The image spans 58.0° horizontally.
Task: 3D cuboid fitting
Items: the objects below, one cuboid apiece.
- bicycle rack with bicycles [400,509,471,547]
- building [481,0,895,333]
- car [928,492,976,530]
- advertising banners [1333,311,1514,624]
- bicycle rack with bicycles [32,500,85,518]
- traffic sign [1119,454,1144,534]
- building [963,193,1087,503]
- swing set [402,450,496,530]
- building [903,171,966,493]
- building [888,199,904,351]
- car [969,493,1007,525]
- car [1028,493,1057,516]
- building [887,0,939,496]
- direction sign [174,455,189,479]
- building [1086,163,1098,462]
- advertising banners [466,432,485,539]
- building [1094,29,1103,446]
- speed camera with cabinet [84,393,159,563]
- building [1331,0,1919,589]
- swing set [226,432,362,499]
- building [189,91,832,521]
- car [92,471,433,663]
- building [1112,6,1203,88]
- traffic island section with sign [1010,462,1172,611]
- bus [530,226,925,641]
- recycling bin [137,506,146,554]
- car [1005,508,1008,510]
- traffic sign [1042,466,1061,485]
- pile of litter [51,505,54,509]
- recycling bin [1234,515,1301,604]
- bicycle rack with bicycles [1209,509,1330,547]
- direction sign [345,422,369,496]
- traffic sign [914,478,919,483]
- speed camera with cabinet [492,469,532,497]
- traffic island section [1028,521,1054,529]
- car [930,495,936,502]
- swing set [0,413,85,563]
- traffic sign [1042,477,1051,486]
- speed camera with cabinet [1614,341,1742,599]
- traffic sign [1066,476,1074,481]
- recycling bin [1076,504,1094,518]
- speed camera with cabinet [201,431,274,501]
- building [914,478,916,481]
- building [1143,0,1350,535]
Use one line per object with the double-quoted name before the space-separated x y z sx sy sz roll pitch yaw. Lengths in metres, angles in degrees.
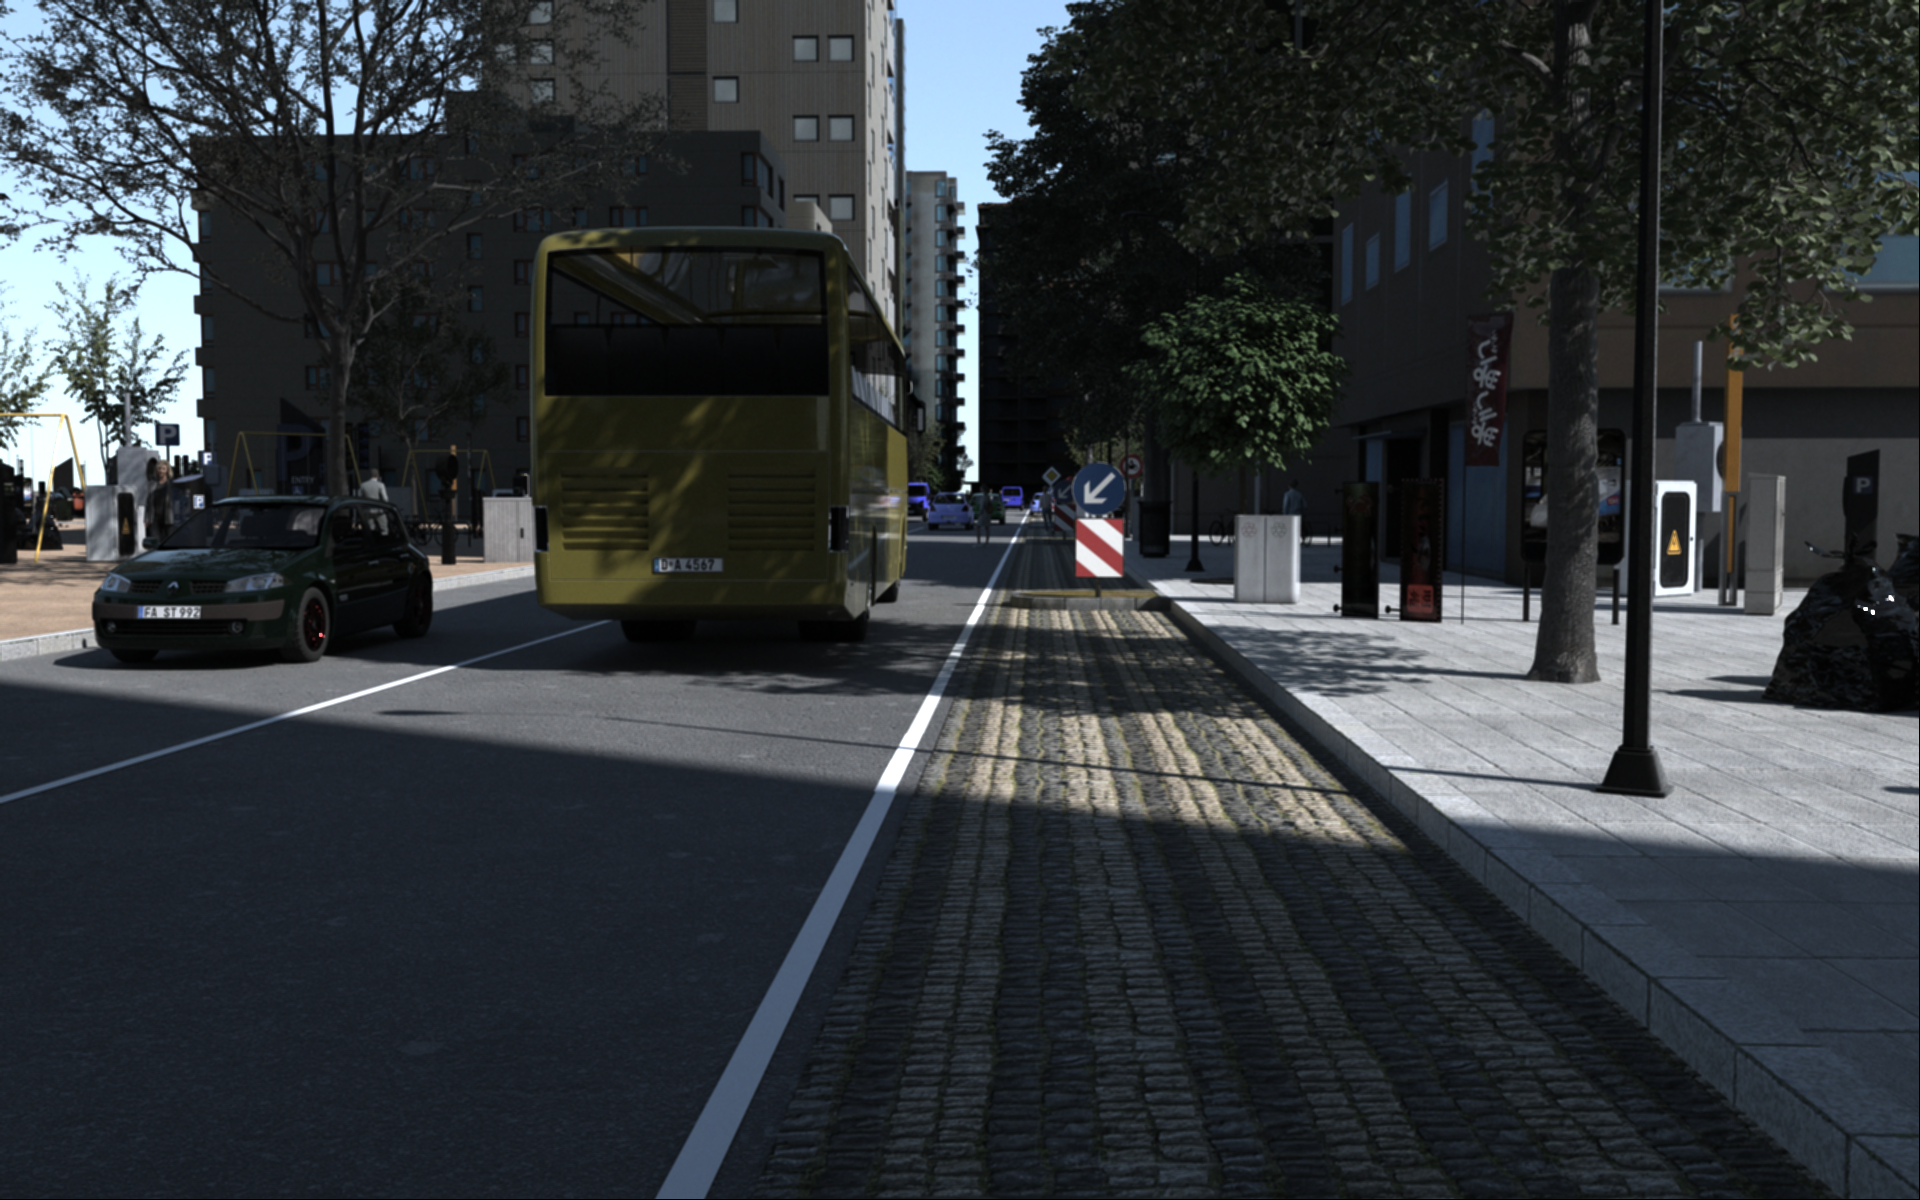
"bicycle rack with bicycles" -13.345 -1.739 41.819 2.852 0.926 2.925 3 4 38
"building" -19.277 -33.240 132.717 28.713 52.752 27.495 0 4 3
"car" -0.332 -3.674 69.669 1.945 1.707 3.694 0 4 3
"advertising banners" 4.621 -1.296 17.376 0.090 3.025 2.074 -3 5 -39
"bicycle rack with bicycles" -48.952 -4.899 93.479 2.925 0.926 2.852 0 4 -6
"traffic sign" 5.466 -3.370 55.209 0.768 2.556 0.104 1 4 11
"building" 15.268 -36.484 251.144 28.867 44.769 22.147 0 4 3
"swing set" -18.066 -3.914 61.617 3.119 2.851 2.862 1 4 8
"building" -14.344 -38.790 253.821 30.456 49.044 23.786 0 4 3
"building" -12.834 -23.928 162.926 14.160 30.474 14.107 0 4 3
"car" 1.251 -4.479 82.033 1.959 1.807 4.718 0 4 3
"car" 5.428 -6.350 113.420 1.945 1.707 3.694 0 4 1
"building" -18.820 -55.302 216.857 31.000 86.520 22.319 0 4 3
"direction sign" -45.198 -6.645 100.636 0.876 3.537 0.379 0 4 8
"building" 26.704 -36.219 215.882 21.300 48.544 21.600 0 4 3
"advertising banners" -13.994 -3.293 50.029 0.090 3.025 2.074 0 4 -3
"building" 28.835 -36.804 190.990 28.713 52.752 27.495 0 4 3
"speed camera with cabinet" -16.019 -2.374 33.157 0.660 3.252 2.038 0 4 -2
"building" 14.554 -23.154 28.674 14.600 45.320 14.200 0 4 3
"swing set" -16.976 -2.874 44.609 2.862 2.851 3.119 3 5 42
"building" -22.658 -15.451 97.655 27.650 21.520 28.899 0 4 3
"car" -6.281 -0.379 15.988 2.009 1.686 4.222 0 4 3
"building" 24.768 -33.215 166.766 21.300 48.544 21.600 0 4 3
"traffic island section with sign" 1.639 -0.824 22.096 1.989 1.847 2.006 0 4 3
"bus" -2.050 -1.721 19.690 2.896 3.916 12.252 0 4 1
"recycling bin" -17.872 -1.496 37.018 0.722 1.027 0.722 -3 4 -38
"car" 3.623 -9.289 161.654 2.009 1.686 4.222 0 4 1
"traffic sign" 3.831 -4.265 71.927 0.795 2.593 0.064 0 4 3
"pile of litter" -71.859 -7.451 135.790 1.719 0.858 1.176 -2 4 -25
"recycling bin" 3.646 -0.488 20.533 0.722 1.027 0.722 1 4 15
"bicycle rack with bicycles" 7.719 -1.760 42.152 2.852 0.926 2.925 -1 4 -18
"direction sign" -19.150 -3.850 54.940 0.379 3.537 0.876 3 5 44
"traffic sign" -3.482 -8.484 138.721 0.884 2.594 0.081 1 4 11
"speed camera with cabinet" -15.160 -4.022 60.099 2.038 3.252 0.660 0 4 8
"traffic island section" 4.210 -3.529 79.986 2.009 0.180 2.903 0 4 3
"car" -1.611 -6.733 122.660 1.945 1.354 3.894 0 4 3
"swing set" -18.653 -2.200 33.597 3.119 2.851 2.862 0 4 -4
"traffic sign" 4.187 -4.753 79.904 0.795 2.593 0.064 0 4 3
"speed camera with cabinet" 9.116 -1.688 21.935 2.038 3.252 0.660 -3 4 -38
"traffic sign" 8.002 -7.648 125.142 0.768 2.556 0.104 1 4 9
"recycling bin" 6.658 -4.864 92.079 0.722 1.027 0.722 -3 5 -42
"speed camera with cabinet" -22.706 -3.679 54.484 2.038 3.252 0.660 -1 4 -13
"building" -21.052 -29.978 182.027 32.217 40.220 23.993 0 4 3
"building" 17.065 -37.798 56.254 20.563 71.187 20.611 0 4 3
